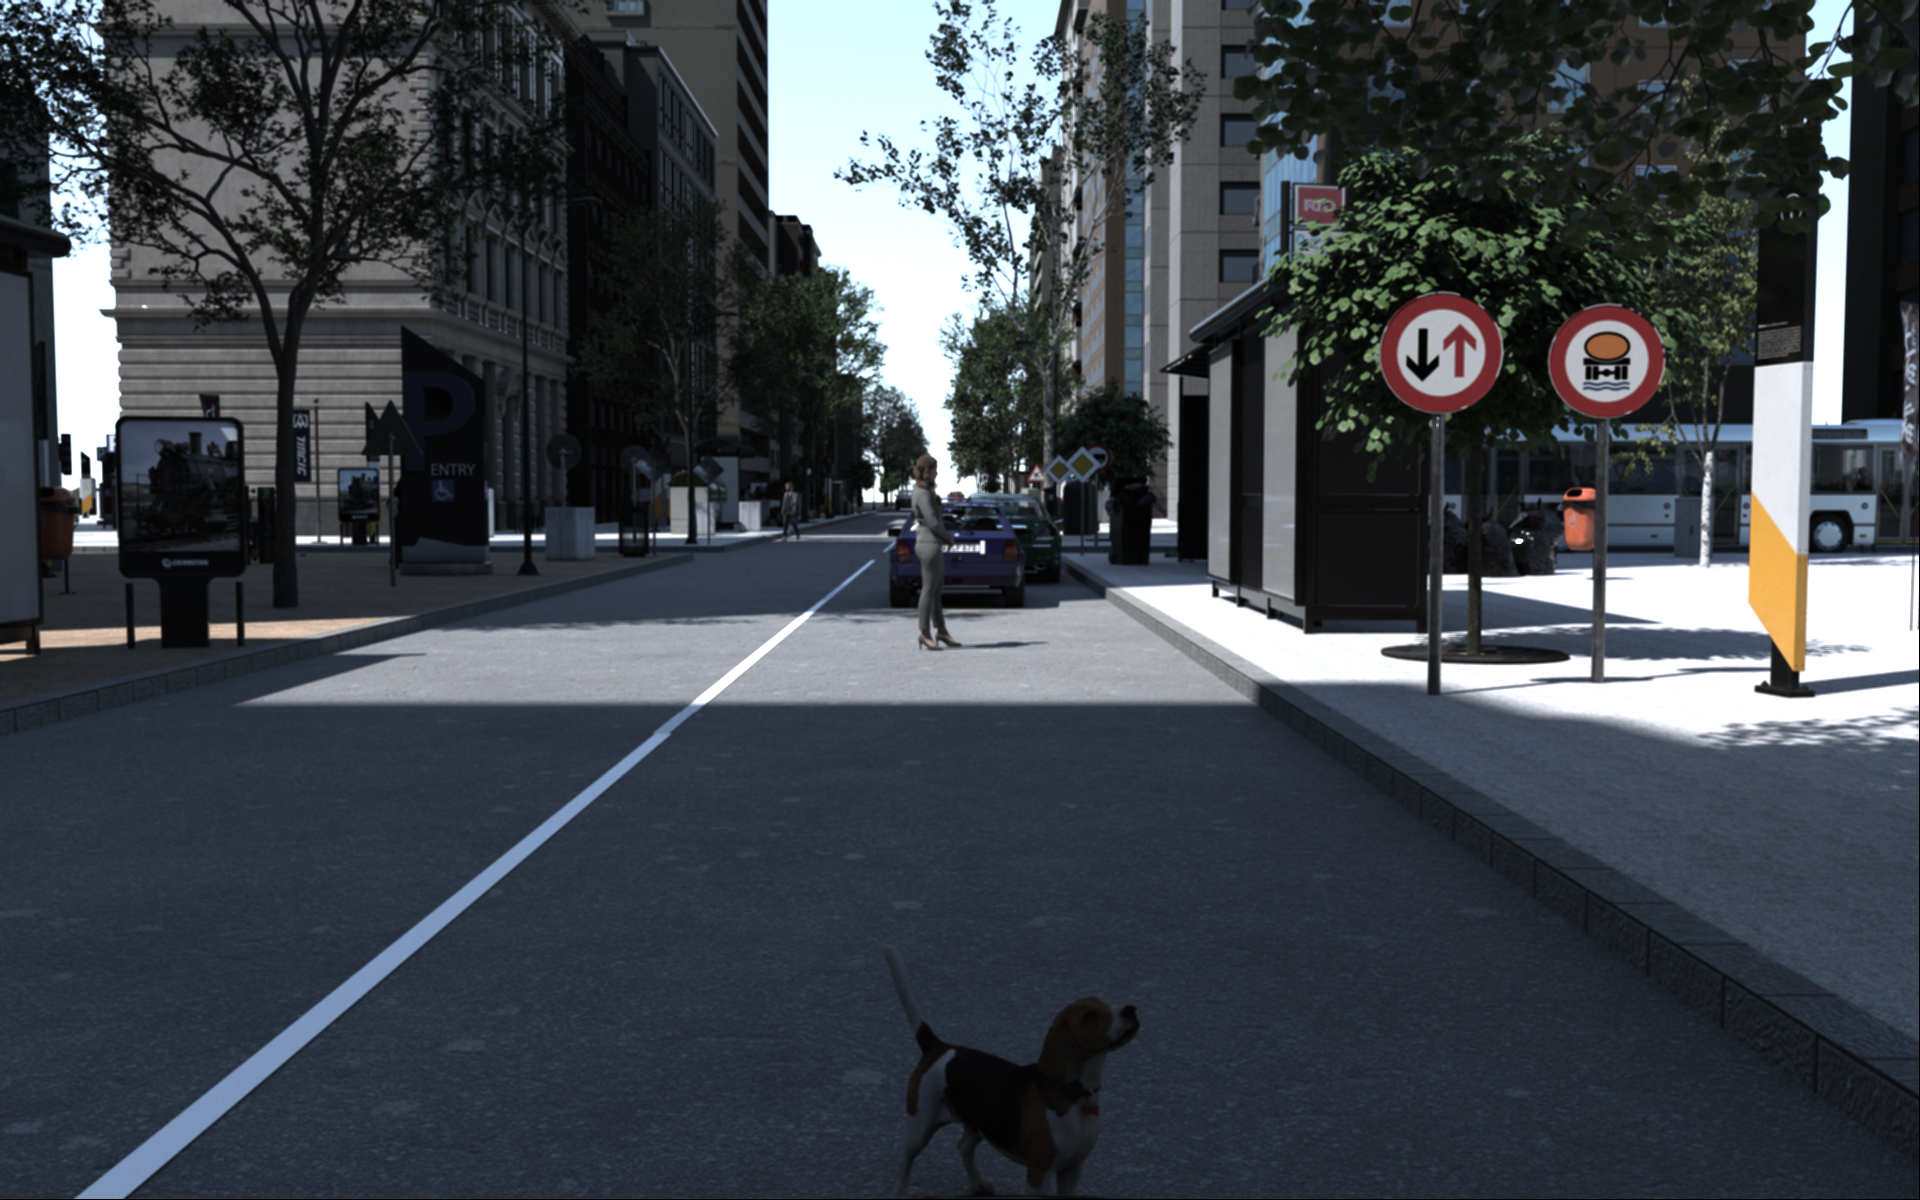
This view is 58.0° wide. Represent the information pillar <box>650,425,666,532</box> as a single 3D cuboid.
[{"bbox_3d":[-10.238,-4.095,58.300,0.504,3.616,0.183,3,5,43],"label":"information pillar"}]

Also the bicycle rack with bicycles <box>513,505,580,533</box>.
[{"bbox_3d":[-13.690,-2.684,57.264,2.852,0.926,2.925,1,4,10],"label":"bicycle rack with bicycles"}]

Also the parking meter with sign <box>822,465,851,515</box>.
[{"bbox_3d":[-7.457,-6.652,105.015,1.738,3.016,0.543,2,4,27],"label":"parking meter with sign"}]

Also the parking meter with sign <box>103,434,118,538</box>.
[{"bbox_3d":[-24.519,-3.351,51.042,0.543,3.016,1.738,0,4,-6],"label":"parking meter with sign"}]

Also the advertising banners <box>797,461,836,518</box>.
[{"bbox_3d":[-7.673,-5.875,92.249,2.074,3.025,0.090,0,4,-6],"label":"advertising banners"}]

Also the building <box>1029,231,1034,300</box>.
[{"bbox_3d":[17.627,-35.902,270.591,14.154,41.232,14.086,0,4,0],"label":"building"}]

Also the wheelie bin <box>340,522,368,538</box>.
[{"bbox_3d":[-17.883,-2.640,51.077,0.980,1.594,0.693,0,4,3],"label":"wheelie bin"}]

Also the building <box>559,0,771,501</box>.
[{"bbox_3d":[-26.014,-30.920,129.241,21.300,48.544,21.600,0,4,0],"label":"building"}]

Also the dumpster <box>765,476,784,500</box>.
[{"bbox_3d":[-9.035,-5.203,87.570,1.502,2.255,1.985,0,4,0],"label":"dumpster"}]

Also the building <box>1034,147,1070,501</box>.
[{"bbox_3d":[21.307,-37.561,237.826,21.300,48.544,21.600,0,4,0],"label":"building"}]

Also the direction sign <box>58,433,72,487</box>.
[{"bbox_3d":[-33.583,-4.439,64.578,0.876,3.537,0.379,-2,4,-34],"label":"direction sign"}]

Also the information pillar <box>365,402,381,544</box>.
[{"bbox_3d":[-15.037,-3.243,44.370,0.183,3.616,0.504,1,4,14],"label":"information pillar"}]

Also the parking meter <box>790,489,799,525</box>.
[{"bbox_3d":[-6.973,-3.935,72.754,0.372,1.533,0.369,0,3,0],"label":"parking meter"}]

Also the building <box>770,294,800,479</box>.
[{"bbox_3d":[-29.565,-19.049,156.483,27.650,21.520,28.899,0,4,0],"label":"building"}]

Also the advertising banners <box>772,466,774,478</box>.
[{"bbox_3d":[-11.614,-6.722,106.091,0.090,3.025,2.074,0,4,7],"label":"advertising banners"}]

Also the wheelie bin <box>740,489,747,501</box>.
[{"bbox_3d":[-13.260,-5.917,104.648,0.980,1.594,0.693,1,4,15],"label":"wheelie bin"}]

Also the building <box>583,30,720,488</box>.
[{"bbox_3d":[-22.470,-18.716,99.514,14.314,27.812,24.014,0,4,0],"label":"building"}]

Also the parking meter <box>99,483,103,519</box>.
[{"bbox_3d":[-44.284,-5.128,89.550,0.255,1.863,0.399,0,4,2],"label":"parking meter"}]

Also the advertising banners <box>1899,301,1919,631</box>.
[{"bbox_3d":[9.281,-1.239,16.453,2.074,3.025,0.090,-3,5,-41],"label":"advertising banners"}]

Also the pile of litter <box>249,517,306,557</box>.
[{"bbox_3d":[-14.276,-1.320,35.542,1.719,0.858,1.176,-1,4,-23],"label":"pile of litter"}]

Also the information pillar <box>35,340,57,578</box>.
[{"bbox_3d":[-14.187,-2.153,26.555,0.504,3.616,0.183,1,4,15],"label":"information pillar"}]

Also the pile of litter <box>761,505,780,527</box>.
[{"bbox_3d":[-7.554,-3.362,68.937,1.176,0.858,1.719,-2,4,-23],"label":"pile of litter"}]

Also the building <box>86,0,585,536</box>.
[{"bbox_3d":[-20.838,-14.217,61.325,11.050,23.489,19.941,0,4,0],"label":"building"}]

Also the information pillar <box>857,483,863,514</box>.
[{"bbox_3d":[-6.583,-6.685,113.785,0.304,2.012,0.304,1,4,11],"label":"information pillar"}]

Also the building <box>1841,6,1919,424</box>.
[{"bbox_3d":[47.689,-24.929,62.216,28.867,44.769,22.147,0,4,0],"label":"building"}]

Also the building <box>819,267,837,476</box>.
[{"bbox_3d":[-22.943,-27.264,217.470,14.160,30.474,14.107,0,4,0],"label":"building"}]

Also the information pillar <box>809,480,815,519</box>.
[{"bbox_3d":[-7.529,-5.101,87.896,0.304,2.012,0.304,0,4,-6],"label":"information pillar"}]

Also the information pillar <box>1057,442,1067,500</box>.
[{"bbox_3d":[4.510,-5.259,77.340,0.504,3.616,0.183,2,4,29],"label":"information pillar"}]

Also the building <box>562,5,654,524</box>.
[{"bbox_3d":[-21.675,-15.296,79.765,12.332,23.373,15.834,0,4,0],"label":"building"}]

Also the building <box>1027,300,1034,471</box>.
[{"bbox_3d":[16.901,-29.647,256.434,14.160,30.474,14.107,0,4,0],"label":"building"}]

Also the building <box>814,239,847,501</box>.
[{"bbox_3d":[-31.972,-33.289,236.158,32.217,40.220,23.993,0,4,0],"label":"building"}]

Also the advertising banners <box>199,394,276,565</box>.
[{"bbox_3d":[-12.980,-2.143,31.225,0.090,3.025,2.074,1,4,15],"label":"advertising banners"}]

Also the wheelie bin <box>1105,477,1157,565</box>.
[{"bbox_3d":[3.145,-1.448,31.575,0.980,1.594,0.693,-1,4,-20],"label":"wheelie bin"}]

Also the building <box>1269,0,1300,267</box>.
[{"bbox_3d":[17.789,-29.777,136.958,14.600,45.320,14.200,0,4,0],"label":"building"}]

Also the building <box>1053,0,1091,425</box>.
[{"bbox_3d":[24.288,-35.693,172.823,28.713,52.752,27.495,0,4,0],"label":"building"}]

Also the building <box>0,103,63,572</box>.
[{"bbox_3d":[-30.398,-42.955,14.993,31.000,86.520,22.319,0,4,0],"label":"building"}]

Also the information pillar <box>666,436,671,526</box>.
[{"bbox_3d":[-11.861,-4.815,70.080,0.183,3.616,0.504,2,4,25],"label":"information pillar"}]

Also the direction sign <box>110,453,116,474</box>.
[{"bbox_3d":[-33.411,-4.714,69.067,0.876,3.537,0.379,0,4,-6],"label":"direction sign"}]

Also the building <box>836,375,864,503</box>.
[{"bbox_3d":[-29.282,-25.575,263.185,27.650,21.520,28.899,0,4,0],"label":"building"}]

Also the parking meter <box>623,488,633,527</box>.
[{"bbox_3d":[-12.924,-3.609,67.411,0.372,1.533,0.369,0,3,0],"label":"parking meter"}]

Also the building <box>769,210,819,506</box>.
[{"bbox_3d":[-22.466,-24.846,177.931,14.160,30.474,14.107,0,4,0],"label":"building"}]

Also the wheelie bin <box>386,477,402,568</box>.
[{"bbox_3d":[-9.444,-1.353,30.028,0.693,1.594,0.980,1,4,22],"label":"wheelie bin"}]

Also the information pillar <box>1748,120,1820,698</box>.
[{"bbox_3d":[5.255,-1.204,11.046,0.183,3.616,0.504,-1,4,-11],"label":"information pillar"}]

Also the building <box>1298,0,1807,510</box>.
[{"bbox_3d":[18.168,-24.955,58.129,14.200,45.320,14.600,0,4,0],"label":"building"}]

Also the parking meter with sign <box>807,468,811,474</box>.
[{"bbox_3d":[-9.561,-7.422,117.616,1.738,3.016,0.543,-3,5,-43],"label":"parking meter with sign"}]

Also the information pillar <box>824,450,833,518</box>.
[{"bbox_3d":[-6.966,-6.128,91.549,0.183,3.616,0.504,2,4,35],"label":"information pillar"}]

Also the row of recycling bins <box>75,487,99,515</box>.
[{"bbox_3d":[-53.405,-6.074,106.419,1.069,1.692,3.534,0,4,1],"label":"row of recycling bins"}]

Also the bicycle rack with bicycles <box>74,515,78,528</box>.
[{"bbox_3d":[-32.968,-2.896,60.736,2.925,0.926,2.852,0,4,3],"label":"bicycle rack with bicycles"}]

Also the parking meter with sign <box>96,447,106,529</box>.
[{"bbox_3d":[-31.045,-4.160,64.273,0.543,3.016,1.738,2,4,28],"label":"parking meter with sign"}]

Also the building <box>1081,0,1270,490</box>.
[{"bbox_3d":[18.072,-30.644,151.132,14.600,45.320,14.200,0,4,0],"label":"building"}]

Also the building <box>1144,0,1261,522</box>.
[{"bbox_3d":[20.322,-33.553,90.590,21.231,58.520,28.212,0,4,0],"label":"building"}]

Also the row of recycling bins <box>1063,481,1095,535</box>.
[{"bbox_3d":[3.852,-2.961,55.528,1.069,1.692,3.534,0,4,7],"label":"row of recycling bins"}]

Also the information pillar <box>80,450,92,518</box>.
[{"bbox_3d":[-46.600,-6.177,92.345,0.504,3.616,0.183,-1,4,-19],"label":"information pillar"}]
